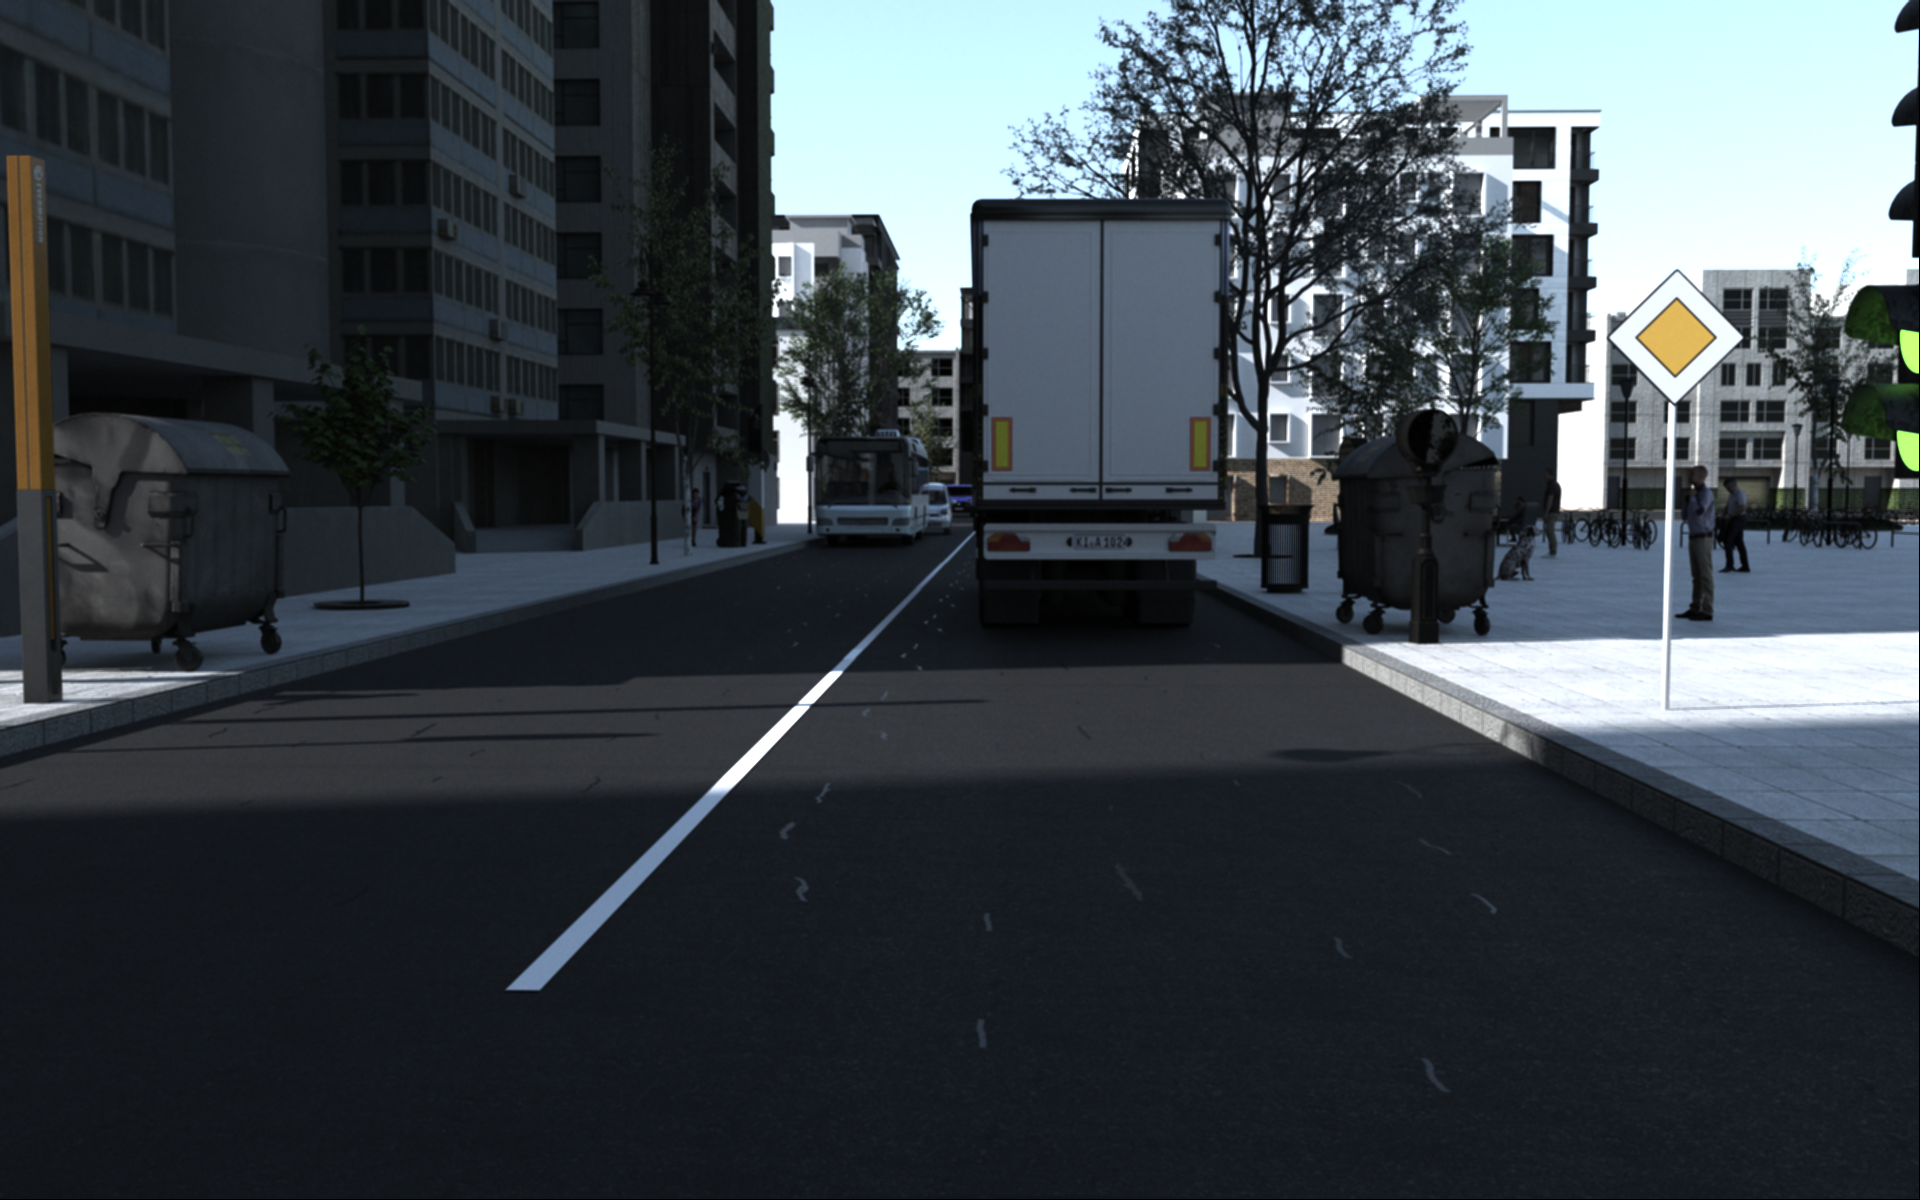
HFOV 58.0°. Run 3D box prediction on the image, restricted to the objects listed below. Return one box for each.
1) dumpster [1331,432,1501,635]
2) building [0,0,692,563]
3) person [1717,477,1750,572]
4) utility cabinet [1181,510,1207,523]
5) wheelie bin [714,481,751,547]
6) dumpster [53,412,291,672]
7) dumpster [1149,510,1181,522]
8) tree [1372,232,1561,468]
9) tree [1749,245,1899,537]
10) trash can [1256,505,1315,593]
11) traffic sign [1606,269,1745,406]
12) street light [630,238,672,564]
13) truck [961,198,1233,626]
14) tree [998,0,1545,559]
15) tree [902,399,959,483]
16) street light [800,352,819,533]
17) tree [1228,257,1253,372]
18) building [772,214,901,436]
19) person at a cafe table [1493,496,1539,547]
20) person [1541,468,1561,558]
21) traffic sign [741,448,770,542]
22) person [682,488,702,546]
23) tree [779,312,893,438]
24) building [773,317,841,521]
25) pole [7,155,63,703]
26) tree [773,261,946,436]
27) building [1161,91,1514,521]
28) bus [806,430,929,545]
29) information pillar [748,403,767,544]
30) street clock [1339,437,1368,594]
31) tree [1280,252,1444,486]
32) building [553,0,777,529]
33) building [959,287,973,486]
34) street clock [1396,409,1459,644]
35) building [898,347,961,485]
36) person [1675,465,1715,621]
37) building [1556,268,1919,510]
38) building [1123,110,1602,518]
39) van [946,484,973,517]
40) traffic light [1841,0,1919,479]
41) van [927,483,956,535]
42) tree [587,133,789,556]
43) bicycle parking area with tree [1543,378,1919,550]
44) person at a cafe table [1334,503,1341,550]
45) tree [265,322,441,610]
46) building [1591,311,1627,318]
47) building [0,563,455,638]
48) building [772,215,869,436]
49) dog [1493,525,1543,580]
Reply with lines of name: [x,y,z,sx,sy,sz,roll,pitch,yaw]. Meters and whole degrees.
dumpster: [4.308,-0.653,16.431,1.264,1.857,1.865,0,4,2]
building: [-24.373,-21.605,45.129,32.217,40.220,23.993,0,4,2]
person: [12.708,-1.233,28.412,0.590,1.554,0.614,0,4,6]
utility cabinet: [5.303,-1.878,39.387,0.318,1.500,1.173,1,4,23]
wheelie bin: [-5.466,-2.077,41.870,0.693,1.594,0.980,1,4,23]
dumpster: [-6.057,-0.453,13.164,1.264,1.857,1.865,0,4,2]
dumpster: [5.051,-2.193,41.607,1.264,1.857,1.865,0,4,2]
tree: [19.906,-8.733,68.536,9.928,11.665,9.643,0,3,0]
tree: [25.903,-6.199,51.709,4.360,8.622,3.978,0,3,0]
trash can: [4.233,-0.667,22.558,0.748,1.137,0.748,0,3,0]
traffic sign: [4.213,-0.640,10.199,0.795,2.593,0.064,0,4,3]
street light: [-5.593,-3.592,31.515,0.468,5.910,1.993,0,4,2]
truck: [1.396,-2.027,22.061,2.839,4.237,11.283,0,4,1]
tree: [5.976,-7.593,34.510,12.009,13.543,11.850,0,3,0]
tree: [-2.755,-10.868,128.059,4.737,8.622,4.395,0,3,0]
street light: [-4.909,-5.117,56.453,0.468,5.910,1.993,0,4,2]
tree: [5.608,-5.847,45.968,4.360,8.622,3.978,0,3,0]
building: [-21.782,-18.174,141.120,32.646,21.610,27.936,0,4,2]
person at a cafe table: [13.326,-1.925,42.331,1.698,1.238,1.726,-2,4,-29]
person: [11.862,-1.753,34.836,0.434,1.807,0.598,3,5,44]
traffic sign: [-5.345,-2.762,45.269,0.768,2.556,0.104,0,4,6]
person: [-6.549,-2.027,42.418,0.421,1.427,0.697,-2,4,-28]
tree: [-4.863,-7.301,69.731,4.360,8.622,3.978,0,3,0]
building: [-11.157,-9.422,96.193,9.099,9.664,28.070,0,4,2]
pole: [-5.655,-1.024,10.584,0.158,3.312,0.155,0,3,0]
tree: [-4.524,-9.214,76.403,9.928,11.665,9.643,0,3,0]
building: [18.100,-14.120,87.274,16.016,20.091,11.380,0,4,2]
bus: [-2.463,-3.474,51.662,2.948,3.499,13.247,0,4,1]
information pillar: [-5.241,-3.257,44.605,0.504,3.616,0.183,3,4,37]
street clock: [5.052,-1.079,22.214,0.358,2.002,0.471,-1,4,-14]
tree: [11.457,-6.046,49.217,4.360,8.622,3.978,0,3,0]
building: [-14.809,-17.898,64.337,14.160,30.474,14.107,0,4,2]
building: [16.583,-20.638,181.407,32.646,21.610,27.936,0,4,2]
street clock: [3.994,-0.629,14.856,0.471,2.002,0.358,-1,4,-11]
building: [-15.639,-18.981,176.803,31.486,18.905,16.747,0,4,2]
person: [7.538,-0.588,17.714,0.319,1.574,0.516,1,4,10]
building: [66.951,-17.011,144.590,31.486,18.905,16.747,0,4,2]
building: [24.023,-16.211,109.032,27.936,21.610,32.646,0,4,2]
van: [-0.035,-6.379,108.677,2.240,2.365,5.245,0,4,1]
traffic light: [3.569,-1.045,6.007,0.839,4.253,0.868,0,4,2]
van: [-1.126,-3.384,62.340,2.013,2.044,4.112,0,4,1]
tree: [-5.616,-5.217,35.663,4.737,8.622,4.395,0,3,0]
bicycle parking area with tree: [19.168,-3.443,43.289,8.231,4.147,9.016,1,4,12]
person at a cafe table: [9.428,-1.758,39.597,1.726,1.238,1.698,1,4,15]
tree: [-6.648,-1.525,19.542,1.663,3.219,1.824,0,3,0]
building: [66.473,-19.441,174.288,11.380,20.091,16.016,0,4,2]
building: [-24.503,-20.097,20.465,32.217,40.220,23.993,0,4,2]
building: [-13.995,-15.855,115.656,16.016,20.091,11.380,0,4,2]
dog: [8.241,-0.708,25.948,0.800,0.831,0.513,3,5,39]
